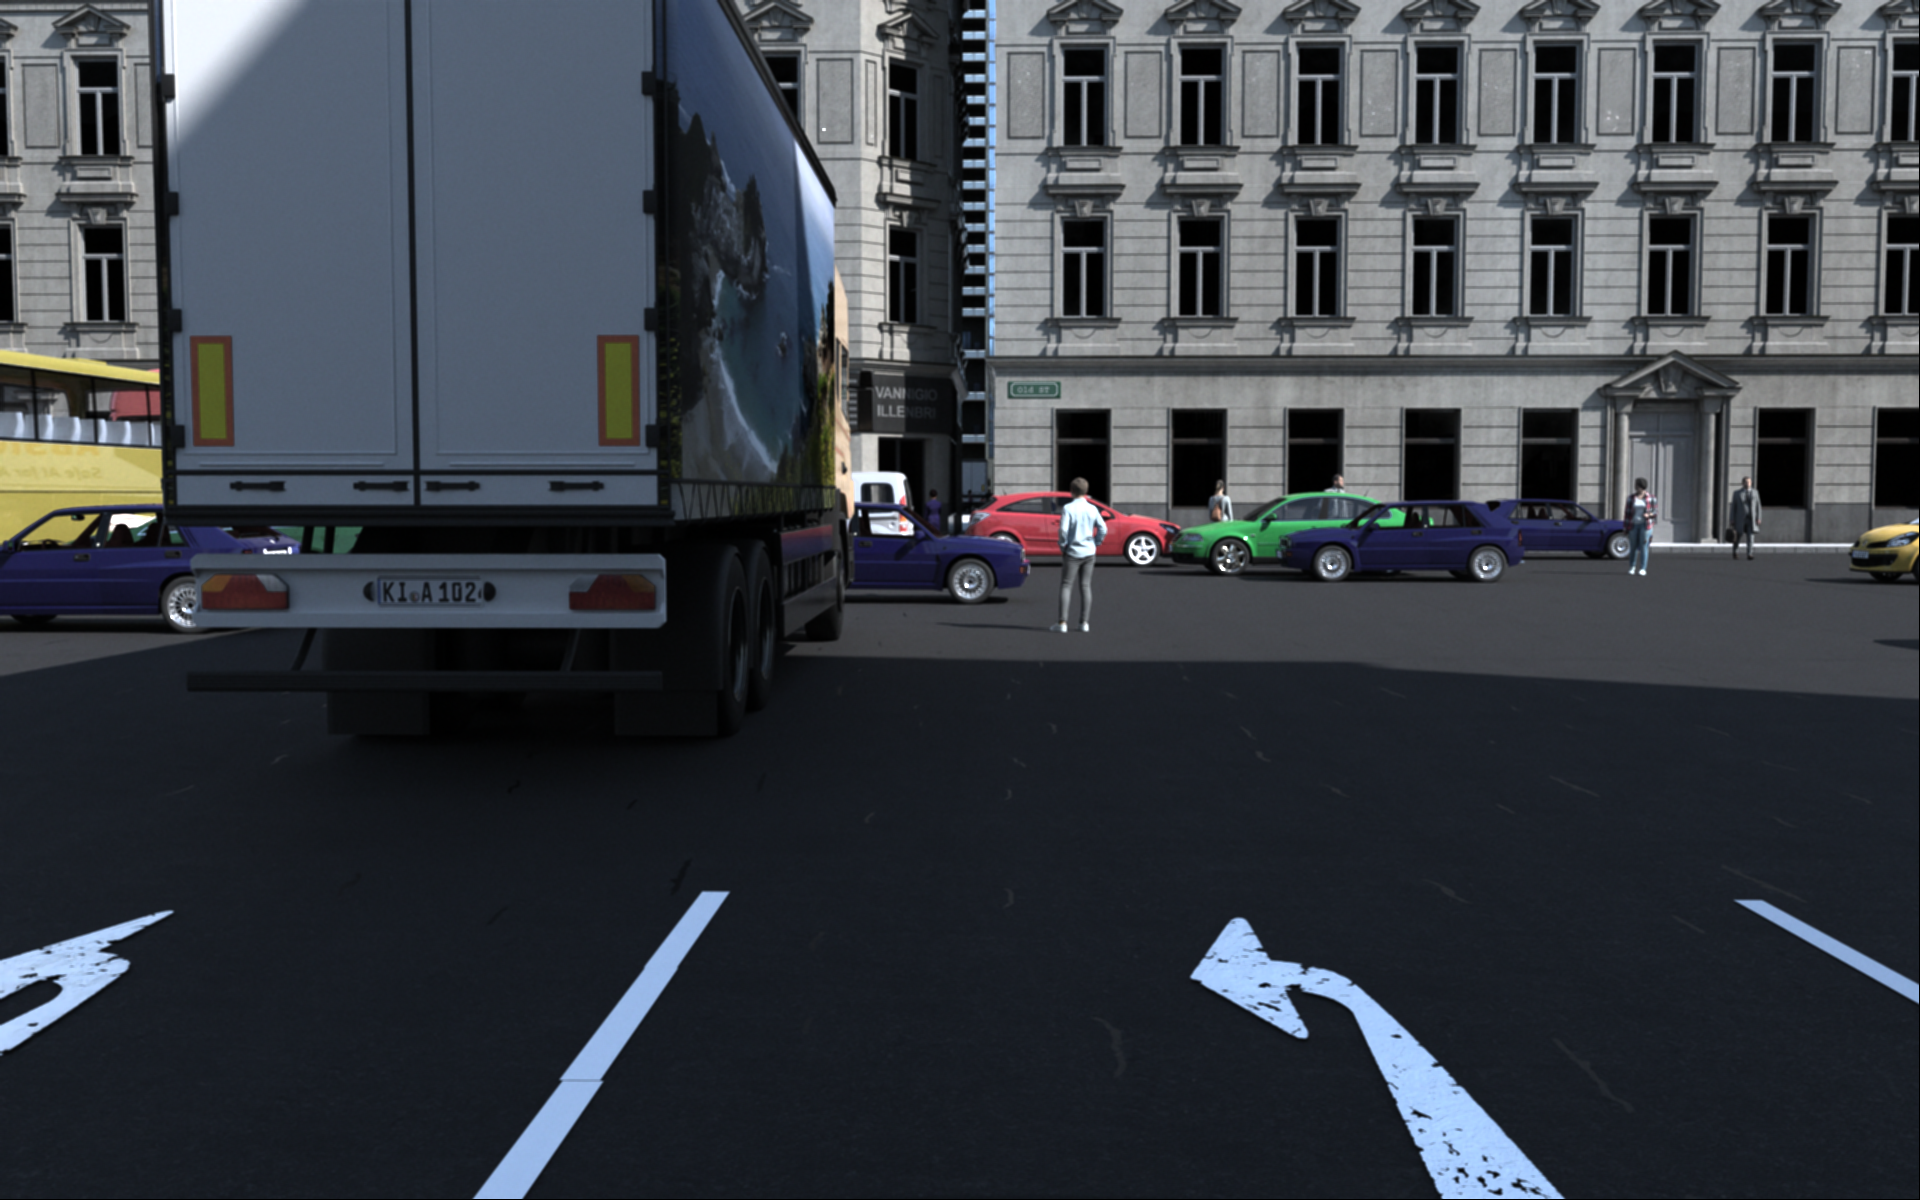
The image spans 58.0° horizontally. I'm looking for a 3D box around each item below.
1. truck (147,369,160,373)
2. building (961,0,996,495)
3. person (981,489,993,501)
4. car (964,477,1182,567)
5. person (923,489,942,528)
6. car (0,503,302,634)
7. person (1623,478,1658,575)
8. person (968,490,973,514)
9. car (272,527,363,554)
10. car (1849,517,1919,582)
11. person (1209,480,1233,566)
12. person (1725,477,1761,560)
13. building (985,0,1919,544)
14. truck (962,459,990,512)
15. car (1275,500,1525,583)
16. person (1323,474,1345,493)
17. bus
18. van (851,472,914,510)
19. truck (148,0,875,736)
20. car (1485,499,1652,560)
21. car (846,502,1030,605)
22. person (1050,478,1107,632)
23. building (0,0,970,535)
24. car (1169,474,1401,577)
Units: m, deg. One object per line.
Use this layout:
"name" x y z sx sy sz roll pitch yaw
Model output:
"truck" -11.401 -2.753 33.921 11.283 4.237 2.839 0 4 3
"building" 4.241 -55.094 213.452 31.000 86.520 22.319 0 4 2
"person" 2.328 -7.876 137.301 1.348 1.821 0.705 1 4 16
"car" 2.328 -1.574 34.783 4.494 1.783 2.155 0 4 3
"person" -0.652 -1.706 38.760 0.453 1.535 0.546 -2 4 -35
"car" -9.145 -0.363 18.519 3.894 1.354 1.945 0 4 1
"person" 12.114 -1.315 30.832 0.563 1.720 0.643 2 4 32
"person" 0.816 -7.136 125.852 0.721 1.739 1.217 1 4 10
"car" -9.972 -0.735 23.823 4.920 1.459 2.131 0 4 1
"car" 16.520 -1.082 27.911 3.980 1.641 2.015 0 4 2
"person" 4.991 -1.457 33.328 0.512 1.701 0.522 2 4 26
"person" 17.184 -1.795 37.943 0.694 1.812 0.767 1 4 12
"building" 22.532 -16.837 51.697 44.131 29.872 17.030 0 4 2
"truck" 1.059 -9.505 144.328 2.839 4.237 11.283 0 4 2
"car" 7.262 -0.994 28.824 3.894 1.354 1.945 0 4 3
"person" 7.223 -1.520 33.445 0.635 1.810 0.391 -3 4 -39
"bus" -15.030 -2.092 25.744 2.896 3.916 12.252 0 4 1
"van" -2.887 -1.560 32.517 4.112 2.044 2.013 0 4 3
"truck" -2.400 -1.507 13.553 2.839 4.237 11.283 0 4 1
"car" 13.176 -1.580 38.414 3.894 1.354 1.945 0 4 0
"car" -1.005 -0.655 23.295 3.894 1.354 1.945 0 4 3
"person" 1.241 -0.477 18.118 0.589 1.601 0.330 -1 4 -16
"building" -21.568 -16.942 53.422 44.131 29.872 17.030 0 4 2
"car" 6.105 -1.353 30.910 4.718 1.807 1.959 0 4 1
